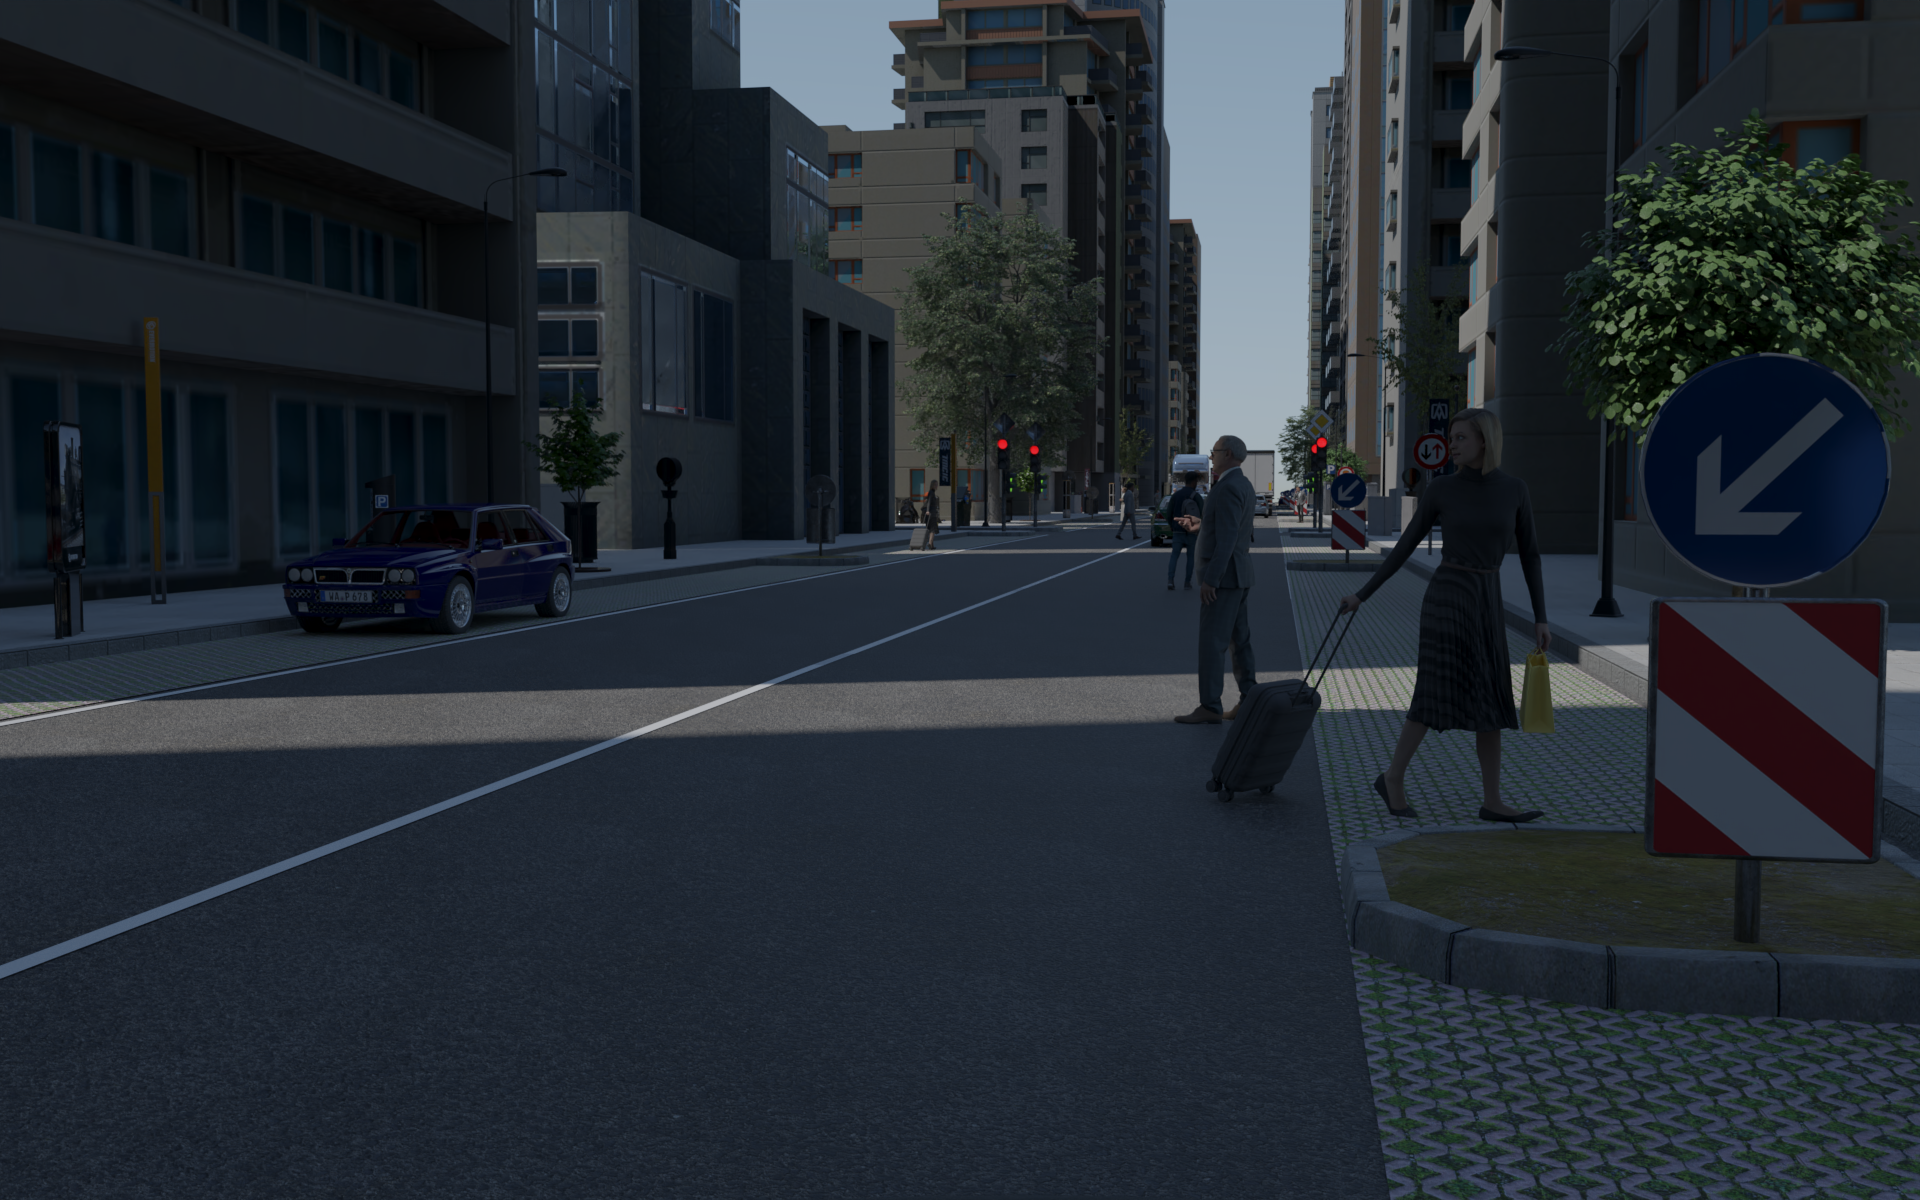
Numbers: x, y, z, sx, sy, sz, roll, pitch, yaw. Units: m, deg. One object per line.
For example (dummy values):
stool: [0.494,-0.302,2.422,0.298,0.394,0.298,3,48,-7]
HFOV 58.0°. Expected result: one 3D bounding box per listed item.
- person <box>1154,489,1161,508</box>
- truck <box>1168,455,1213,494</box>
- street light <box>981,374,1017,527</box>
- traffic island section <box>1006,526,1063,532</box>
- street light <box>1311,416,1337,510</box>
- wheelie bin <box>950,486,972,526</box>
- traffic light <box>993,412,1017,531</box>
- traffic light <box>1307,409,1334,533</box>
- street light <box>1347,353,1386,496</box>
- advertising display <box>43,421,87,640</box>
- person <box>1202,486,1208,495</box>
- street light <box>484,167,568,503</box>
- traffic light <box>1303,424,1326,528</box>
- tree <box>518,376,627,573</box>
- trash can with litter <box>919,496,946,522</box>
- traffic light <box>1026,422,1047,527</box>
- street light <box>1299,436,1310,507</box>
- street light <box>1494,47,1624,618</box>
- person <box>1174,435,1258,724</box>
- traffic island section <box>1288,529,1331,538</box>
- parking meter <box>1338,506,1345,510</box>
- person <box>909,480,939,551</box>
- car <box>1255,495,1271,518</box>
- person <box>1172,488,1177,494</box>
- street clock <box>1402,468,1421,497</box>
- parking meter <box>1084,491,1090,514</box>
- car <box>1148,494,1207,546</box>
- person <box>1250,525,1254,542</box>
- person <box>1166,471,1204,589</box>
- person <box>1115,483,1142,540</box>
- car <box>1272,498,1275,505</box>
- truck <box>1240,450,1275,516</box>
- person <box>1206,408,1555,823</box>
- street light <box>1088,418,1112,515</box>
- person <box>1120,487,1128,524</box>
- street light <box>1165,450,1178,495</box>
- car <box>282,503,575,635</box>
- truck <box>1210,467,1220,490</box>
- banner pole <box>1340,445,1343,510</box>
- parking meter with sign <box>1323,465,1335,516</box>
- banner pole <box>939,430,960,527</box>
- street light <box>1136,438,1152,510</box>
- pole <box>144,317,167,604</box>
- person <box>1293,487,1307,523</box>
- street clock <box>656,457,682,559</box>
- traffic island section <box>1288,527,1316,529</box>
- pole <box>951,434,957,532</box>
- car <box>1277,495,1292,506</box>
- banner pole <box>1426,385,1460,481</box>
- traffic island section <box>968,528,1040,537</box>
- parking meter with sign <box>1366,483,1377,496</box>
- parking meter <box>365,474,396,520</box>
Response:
person: [14.187,-7.087,124.559,0.511,1.800,0.466,1,4,20]
truck: [16.682,-8.184,123.563,2.967,4.110,18.799,1,4,9]
street light: [1.530,-5.798,67.342,1.470,5.913,1.316,1,4,10]
traffic island section: [2.906,-2.756,67.339,2.009,0.180,2.903,1,4,10]
street light: [21.327,-7.843,100.777,1.470,5.913,1.316,1,4,10]
wheelie bin: [0.049,-3.738,69.020,0.980,1.594,0.693,3,4,38]
traffic light: [1.522,-4.307,59.339,0.839,4.253,0.868,1,4,10]
traffic light: [11.967,-4.193,57.472,0.839,4.253,0.868,1,4,10]
street light: [13.459,-5.177,57.191,1.470,5.913,1.316,1,4,10]
advertising display: [-8.074,-0.638,15.650,0.123,1.923,0.974,-1,4,-15]
person: [12.411,-4.823,87.314,0.822,1.834,0.622,1,4,9]
street light: [-6.266,-3.201,24.873,1.470,5.913,1.316,1,4,10]
traffic light: [13.389,-4.673,65.330,0.839,4.253,0.868,1,4,10]
tree: [-6.225,-2.075,28.521,1.663,3.219,1.824,0,3,0]
trash can with litter: [-1.463,-4.293,81.255,1.678,1.210,2.233,3,4,37]
traffic light: [2.944,-4.788,67.197,0.839,4.253,0.868,1,4,10]
street light: [28.175,-10.183,139.028,1.470,5.913,1.316,1,4,10]
street light: [6.248,-2.785,18.080,1.470,5.913,1.316,1,4,10]
person: [1.606,-0.138,10.934,0.590,1.801,0.661,1,4,20]
traffic island section: [12.004,-2.159,57.579,2.009,0.180,2.903,1,4,10]
parking meter: [22.586,-5.929,102.643,0.399,1.863,0.255,3,5,45]
person: [-0.872,-2.152,43.896,0.699,1.804,1.509,2,4,29]
car: [17.653,-5.631,104.064,2.014,1.417,4.499,1,4,9]
person: [11.964,-5.369,96.764,0.782,1.767,0.515,1,4,11]
street clock: [12.404,-2.634,47.639,0.471,2.002,0.358,0,4,-5]
parking meter: [8.270,-6.397,113.002,0.372,1.533,0.369,0,3,0]
car: [6.330,-2.253,48.640,2.131,1.459,4.920,1,4,9]
person: [8.498,-2.641,51.649,0.622,1.834,0.822,0,4,0]
person: [3.398,-1.051,26.034,0.623,1.781,0.721,1,4,14]
person: [5.287,-2.788,54.351,0.850,1.792,0.678,-1,4,-18]
car: [26.893,-8.870,154.057,2.155,1.783,4.494,1,4,11]
truck: [19.590,-7.751,115.642,2.839,4.237,11.283,1,4,9]
person: [1.927,0.057,7.784,1.509,1.804,0.699,3,5,44]
street light: [8.573,-8.164,106.020,1.470,5.913,1.316,1,4,10]
person: [7.900,-4.566,83.706,0.362,1.759,0.519,-1,4,-22]
street light: [22.170,-12.804,181.882,1.470,5.913,1.316,1,4,10]
car: [-5.676,-0.387,18.907,1.945,1.354,3.894,1,4,11]
truck: [27.914,-11.954,184.356,2.839,4.237,11.283,1,4,10]
banner pole: [19.613,-6.060,89.100,0.401,3.779,0.863,1,4,13]
parking meter with sign: [22.153,-6.601,104.194,0.543,3.016,1.738,0,4,3]
banner pole: [-0.425,-4.726,67.289,0.863,3.779,0.401,1,4,12]
street light: [15.308,-10.464,143.633,1.470,5.913,1.316,1,4,10]
pole: [-9.349,-1.607,20.118,0.158,3.312,0.155,0,3,0]
person: [16.777,-4.693,85.415,0.473,1.802,0.592,-3,5,-40]
street clock: [-5.717,-1.805,34.086,0.471,2.002,0.358,2,4,26]
traffic island section: [13.426,-2.640,65.437,2.009,0.180,2.903,1,4,10]
pole: [-0.208,-3.974,58.813,0.158,3.312,0.155,0,3,0]
car: [36.481,-11.086,193.837,1.945,1.354,3.894,1,4,10]
banner pole: [11.196,-3.053,39.934,0.863,3.779,0.401,0,4,2]
traffic island section: [1.484,-2.275,59.481,2.009,0.180,2.903,1,4,10]
parking meter with sign: [27.553,-7.316,115.880,1.738,3.016,0.543,0,4,0]
parking meter: [-7.376,-0.835,22.066,0.372,1.533,0.369,0,3,0]
